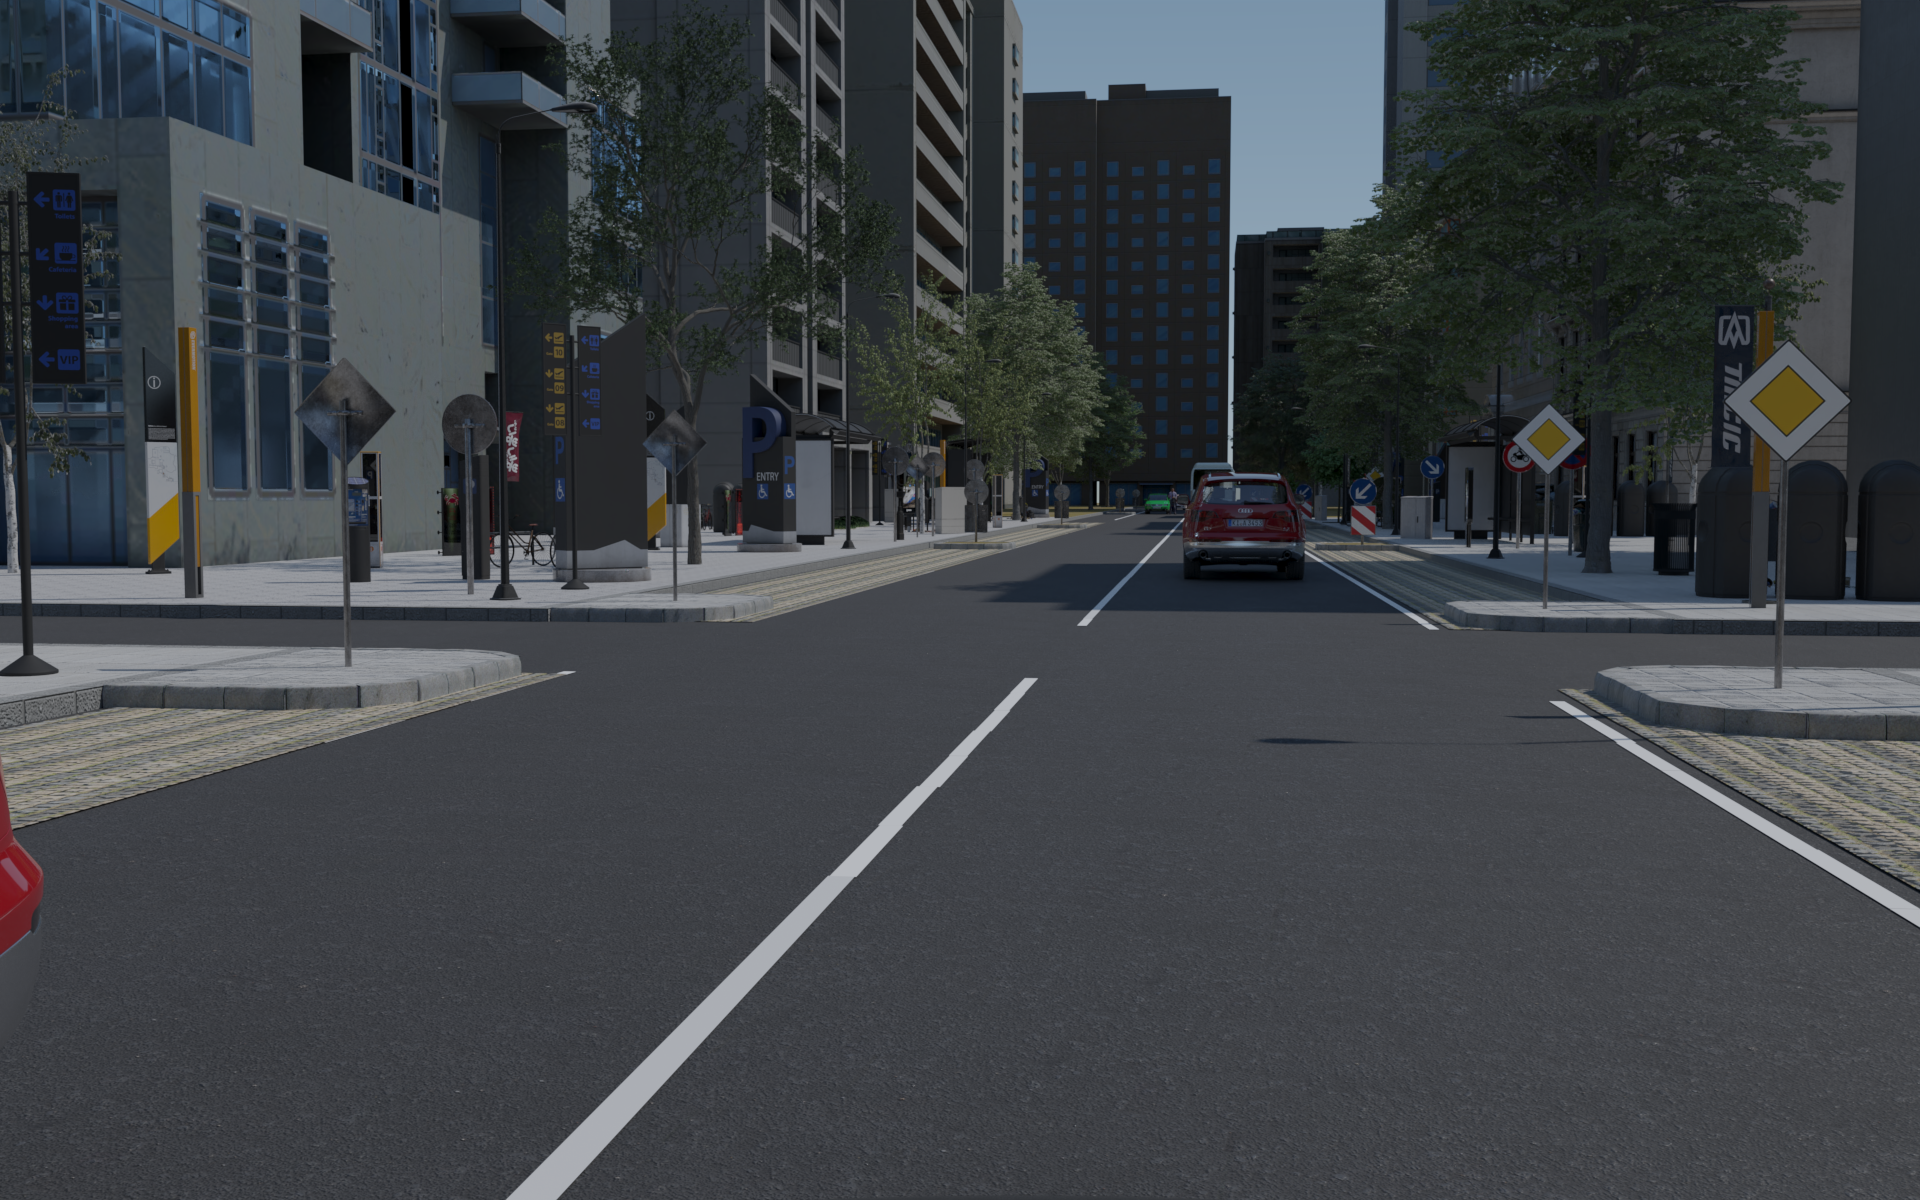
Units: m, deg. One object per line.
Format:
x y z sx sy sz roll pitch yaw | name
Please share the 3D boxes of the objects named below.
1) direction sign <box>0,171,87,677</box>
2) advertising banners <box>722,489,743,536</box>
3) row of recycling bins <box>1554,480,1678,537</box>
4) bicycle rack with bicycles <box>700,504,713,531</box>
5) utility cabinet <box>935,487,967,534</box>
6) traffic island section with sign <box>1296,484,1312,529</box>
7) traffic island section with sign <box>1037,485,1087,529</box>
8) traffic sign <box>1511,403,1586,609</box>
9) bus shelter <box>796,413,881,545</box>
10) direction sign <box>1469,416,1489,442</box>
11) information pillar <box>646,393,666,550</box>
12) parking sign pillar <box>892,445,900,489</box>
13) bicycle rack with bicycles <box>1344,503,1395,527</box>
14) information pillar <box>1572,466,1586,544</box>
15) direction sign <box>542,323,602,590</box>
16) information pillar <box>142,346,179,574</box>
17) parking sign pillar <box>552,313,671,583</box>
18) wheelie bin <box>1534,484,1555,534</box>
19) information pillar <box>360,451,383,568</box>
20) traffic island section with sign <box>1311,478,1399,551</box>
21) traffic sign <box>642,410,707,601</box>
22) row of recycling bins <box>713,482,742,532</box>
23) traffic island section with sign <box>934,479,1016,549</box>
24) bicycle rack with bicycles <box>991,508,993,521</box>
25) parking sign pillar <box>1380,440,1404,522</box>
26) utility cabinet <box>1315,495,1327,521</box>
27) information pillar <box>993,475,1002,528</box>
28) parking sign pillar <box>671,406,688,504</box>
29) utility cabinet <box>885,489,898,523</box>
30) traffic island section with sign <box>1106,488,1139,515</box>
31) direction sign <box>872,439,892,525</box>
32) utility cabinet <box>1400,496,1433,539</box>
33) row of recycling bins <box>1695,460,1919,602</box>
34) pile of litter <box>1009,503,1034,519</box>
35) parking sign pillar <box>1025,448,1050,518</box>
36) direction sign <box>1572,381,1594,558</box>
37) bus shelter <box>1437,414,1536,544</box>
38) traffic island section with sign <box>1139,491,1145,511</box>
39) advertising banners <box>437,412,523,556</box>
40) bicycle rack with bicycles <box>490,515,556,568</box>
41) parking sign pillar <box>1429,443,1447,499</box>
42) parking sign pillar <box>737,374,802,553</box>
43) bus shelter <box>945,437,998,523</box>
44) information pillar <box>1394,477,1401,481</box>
-6.636 -1.238 12.237 0.876 3.537 0.379 -1 4 -11 | direction sign
-6.829 -3.495 53.338 0.090 3.025 2.074 1 4 19 | advertising banners
19.872 -2.774 52.472 3.534 1.692 1.069 0 4 7 | row of recycling bins
-9.839 -2.985 62.184 2.852 0.926 2.925 1 4 9 | bicycle rack with bicycles
-0.300 -2.874 55.672 0.318 1.500 1.173 3 5 43 | utility cabinet
13.953 -3.815 71.000 1.989 1.847 2.006 0 4 8 | traffic island section with sign
4.301 -3.904 72.458 1.989 1.847 2.006 0 4 8 | traffic island section with sign
6.528 -0.956 19.276 0.795 2.450 0.064 0 4 8 | traffic sign
-3.588 -3.185 45.991 2.014 3.302 5.546 0 4 8 | bus shelter
15.051 -3.568 50.329 0.876 3.537 0.379 -3 4 -37 | direction sign
-6.959 -2.942 39.460 0.504 3.616 0.183 0 4 4 | information pillar
-3.446 -6.427 93.550 1.447 3.967 1.447 0 4 -2 | parking sign pillar
16.673 -3.303 67.394 2.852 0.926 2.925 -1 4 -17 | bicycle rack with bicycles
16.028 -2.465 44.792 0.304 2.012 0.304 3 5 40 | information pillar
-5.188 -1.911 23.242 0.876 3.537 0.379 -3 5 -43 | direction sign
-12.812 -2.226 27.752 0.183 3.616 0.504 3 5 42 | information pillar
-5.316 -2.272 25.624 1.447 3.967 1.447 -3 4 -36 | parking sign pillar
18.676 -2.904 55.389 0.980 1.594 0.693 1 4 23 | wheelie bin
-10.163 -1.556 29.930 0.304 2.012 0.304 -1 4 -9 | information pillar
10.136 -2.183 44.315 1.989 1.847 2.006 0 4 8 | traffic island section with sign
-3.412 -1.044 20.713 0.795 2.450 0.064 0 4 8 | traffic sign
-6.726 -3.082 57.500 3.534 1.692 1.069 2 4 29 | row of recycling bins
0.431 -2.253 45.459 1.989 1.847 2.006 0 4 8 | traffic island section with sign
0.205 -4.286 83.455 2.852 0.926 2.925 -1 4 -11 | bicycle rack with bicycles
19.977 -5.557 79.325 1.447 3.967 1.447 0 4 0 | parking sign pillar
17.498 -4.454 83.989 0.306 1.237 1.020 0 4 -7 | utility cabinet
1.423 -3.745 65.728 0.304 2.012 0.304 -1 4 -19 | information pillar
-8.486 -3.821 50.941 1.447 3.967 1.447 1 4 13 | parking sign pillar
-2.736 -4.147 76.476 1.173 1.500 0.318 2 4 25 | utility cabinet
11.302 -6.902 121.470 1.989 1.847 2.006 0 4 8 | traffic island section with sign
-3.285 -4.819 70.792 0.876 3.537 0.379 3 5 43 | direction sign
13.125 -2.364 49.820 0.306 1.237 1.020 -2 4 -29 | utility cabinet
10.914 -0.858 21.135 3.534 1.692 1.069 1 4 18 | row of recycling bins
3.210 -4.729 91.290 1.719 0.858 1.176 -1 4 -12 | pile of litter
4.131 -6.434 93.673 1.447 3.967 1.447 2 4 26 | parking sign pillar
12.656 -2.624 34.904 0.876 3.537 0.379 -2 4 -28 | direction sign
14.276 -3.232 46.765 2.014 3.302 5.546 0 4 8 | bus shelter
15.172 -8.554 148.478 1.989 1.847 2.006 0 4 8 | traffic island section with sign
-10.031 -2.455 36.329 0.090 3.025 2.074 3 5 42 | advertising banners
-7.045 -1.032 30.256 2.852 0.926 2.925 1 4 23 | bicycle rack with bicycles
24.961 -6.241 90.516 1.447 3.967 1.447 3 4 37 | parking sign pillar
-4.252 -3.061 38.514 1.447 3.967 1.447 3 5 39 | parking sign pillar
0.479 -5.117 74.947 1.731 3.624 6.357 1 4 8 | bus shelter
19.271 -4.398 76.404 0.304 2.012 0.304 0 4 3 | information pillar
